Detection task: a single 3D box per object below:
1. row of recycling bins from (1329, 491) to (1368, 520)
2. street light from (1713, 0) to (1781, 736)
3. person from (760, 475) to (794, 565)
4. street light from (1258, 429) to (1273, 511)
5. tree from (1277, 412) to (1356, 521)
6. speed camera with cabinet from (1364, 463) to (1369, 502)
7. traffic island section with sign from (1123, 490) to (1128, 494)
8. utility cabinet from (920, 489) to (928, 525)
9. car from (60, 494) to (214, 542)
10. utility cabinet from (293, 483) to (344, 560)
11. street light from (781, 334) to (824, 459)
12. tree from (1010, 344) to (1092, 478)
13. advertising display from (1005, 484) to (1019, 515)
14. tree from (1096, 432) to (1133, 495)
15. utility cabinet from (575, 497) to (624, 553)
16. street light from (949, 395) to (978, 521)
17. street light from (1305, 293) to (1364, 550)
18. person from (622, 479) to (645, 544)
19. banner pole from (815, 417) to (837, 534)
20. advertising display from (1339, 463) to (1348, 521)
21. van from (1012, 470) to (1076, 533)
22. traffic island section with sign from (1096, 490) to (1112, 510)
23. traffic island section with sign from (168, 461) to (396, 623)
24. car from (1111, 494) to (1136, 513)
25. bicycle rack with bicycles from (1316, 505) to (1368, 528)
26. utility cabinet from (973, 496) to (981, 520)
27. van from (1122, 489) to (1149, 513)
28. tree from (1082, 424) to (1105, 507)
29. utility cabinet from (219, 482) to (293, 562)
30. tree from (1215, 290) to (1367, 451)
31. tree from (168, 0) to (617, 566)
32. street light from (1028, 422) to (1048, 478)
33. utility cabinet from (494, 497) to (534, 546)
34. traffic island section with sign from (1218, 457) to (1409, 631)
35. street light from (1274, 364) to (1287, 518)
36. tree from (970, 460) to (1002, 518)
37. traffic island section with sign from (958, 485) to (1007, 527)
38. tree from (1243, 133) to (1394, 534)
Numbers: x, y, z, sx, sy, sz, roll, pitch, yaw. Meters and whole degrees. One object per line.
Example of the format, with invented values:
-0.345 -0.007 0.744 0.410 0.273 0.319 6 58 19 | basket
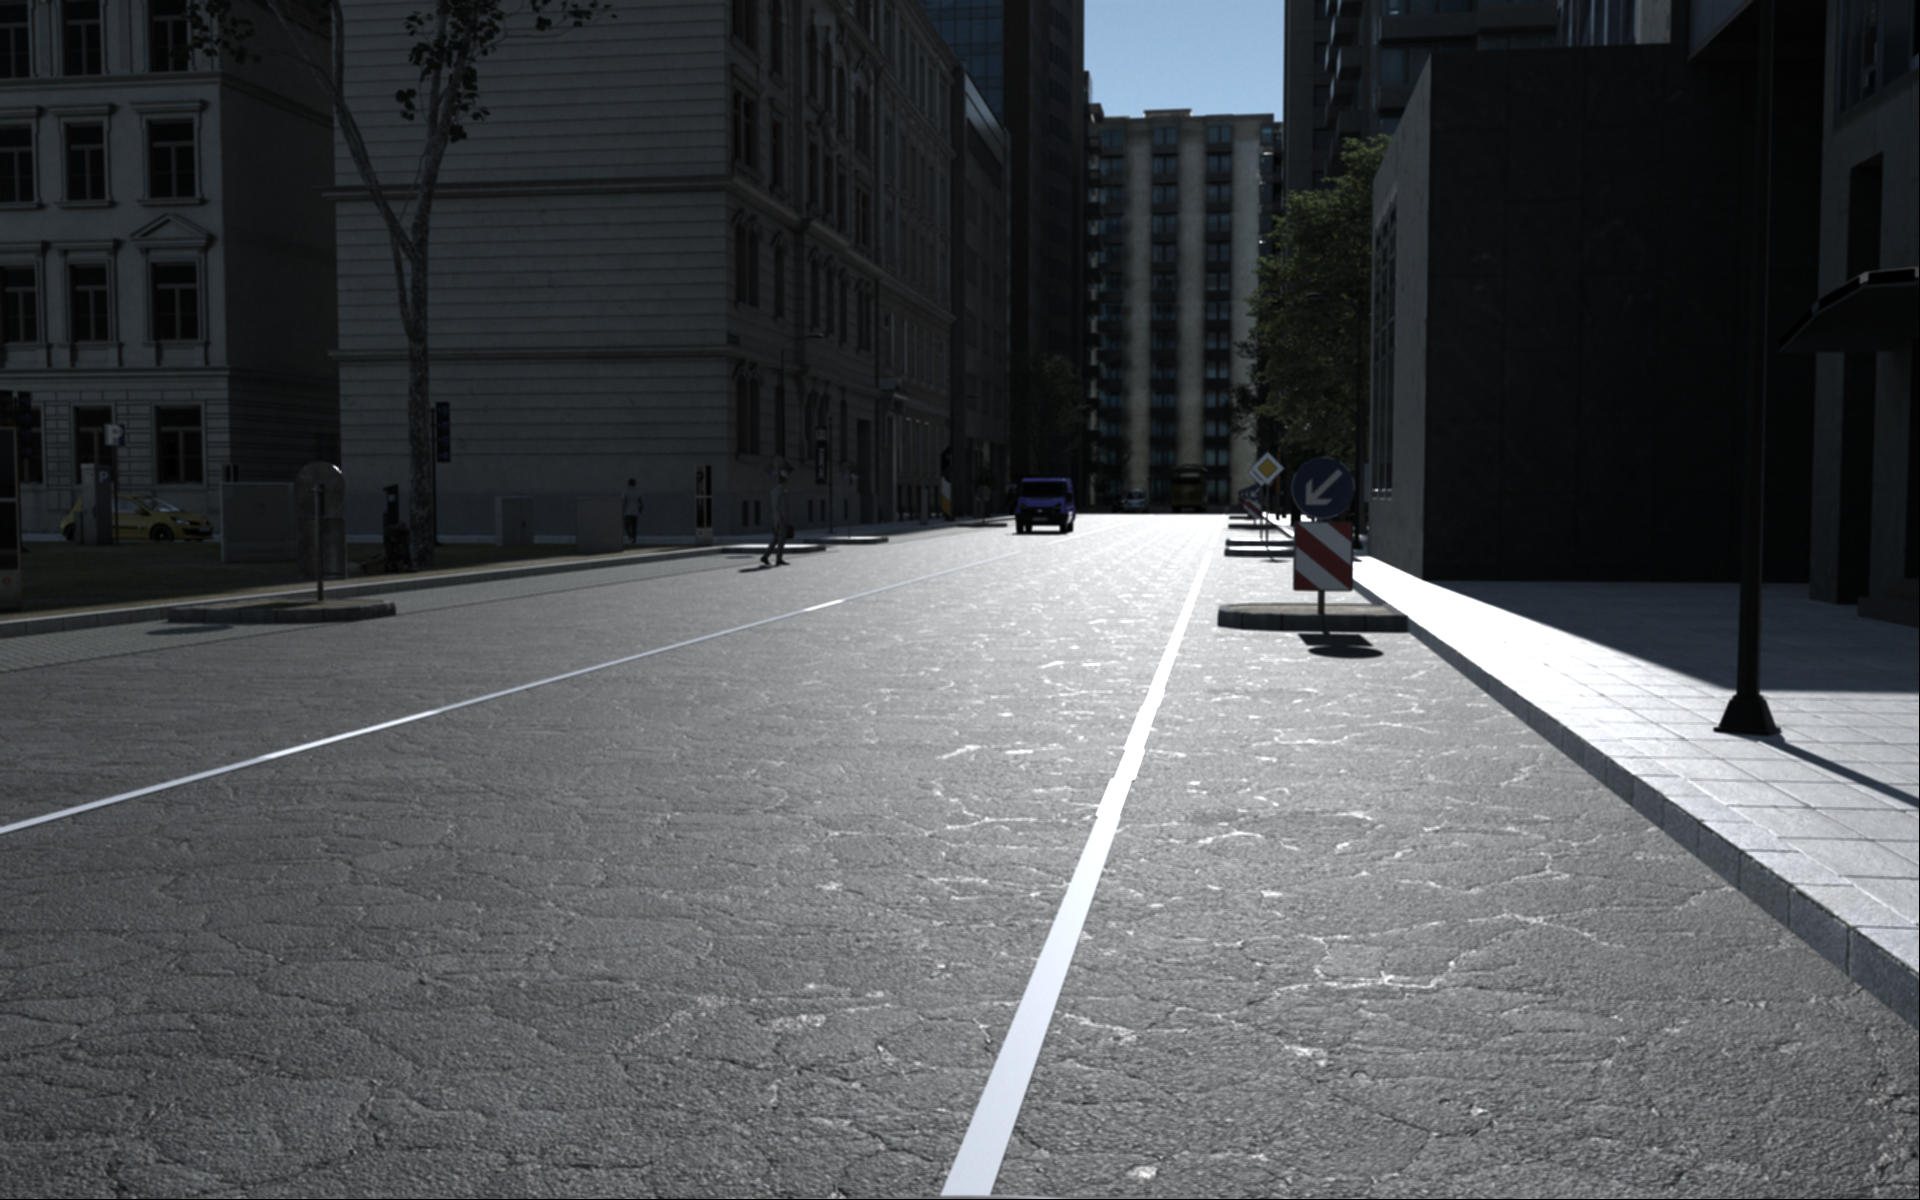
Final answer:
18.945 -4.782 85.301 1.069 1.692 3.534 -2 4 -29 | row of recycling bins
3.726 -2.247 9.284 1.470 5.913 1.316 1 4 9 | street light
-3.615 -1.614 35.005 0.853 1.813 0.709 -3 4 -39 | person
16.701 -7.308 92.031 1.470 5.913 1.316 1 4 9 | street light
13.561 -4.972 65.005 4.285 4.588 4.351 0 3 0 | tree
12.491 -3.337 48.889 2.038 3.252 0.660 2 4 24 | speed camera with cabinet
17.243 -10.417 178.948 1.989 1.847 2.006 1 4 9 | traffic island section with sign
-1.519 -3.880 72.113 0.318 1.500 1.173 0 4 -4 | utility cabinet
-22.968 -2.337 48.440 3.980 1.641 2.015 0 4 8 | car
-12.441 -1.505 33.279 1.173 1.500 0.318 1 4 15 | utility cabinet
-4.643 -4.772 50.557 1.470 5.913 1.316 1 4 9 | street light
5.591 -11.918 120.615 9.928 11.665 9.643 0 3 0 | tree
3.158 -6.167 106.050 0.974 1.923 0.123 3 4 38 | advertising display
18.194 -15.388 201.948 4.360 8.622 3.978 0 3 0 | tree
-7.940 -1.650 38.143 1.020 1.237 0.306 -1 4 -12 | utility cabinet
0.167 -6.658 81.398 1.470 5.913 1.316 1 4 9 | street light
8.675 -4.135 40.146 1.470 5.913 1.316 1 4 9 | street light
-8.640 -2.287 45.745 0.661 1.843 0.795 -2 4 -27 | person
-4.362 -4.041 56.092 0.863 3.779 0.401 -3 5 -43 | banner pole
8.067 -1.911 36.466 0.123 1.923 0.974 1 4 15 | advertising display
3.236 -3.729 65.353 2.240 2.365 5.245 0 4 8 | van
12.943 -8.740 151.529 1.989 1.847 2.006 1 4 9 | traffic island section with sign
-7.701 -0.700 20.072 1.989 1.847 2.006 1 4 9 | traffic island section with sign
12.798 -7.658 134.994 2.009 1.686 4.222 1 4 8 | car
13.395 -2.773 58.727 2.925 0.926 2.852 0 4 4 | bicycle rack with bicycles
0.858 -4.630 86.863 0.306 1.237 1.020 0 4 -5 | utility cabinet
13.161 -7.491 129.481 2.013 2.044 4.112 1 4 10 | van
12.470 -13.514 171.312 4.737 8.622 4.395 0 3 0 | tree
-13.271 -1.464 32.613 1.173 1.500 0.318 -2 4 -31 | utility cabinet
15.269 -8.893 79.819 7.601 10.594 8.767 -1 4 -17 | tree
-10.868 -10.709 30.987 12.611 20.169 13.585 0 3 0 | tree
4.994 -8.531 112.020 1.470 5.913 1.316 1 4 9 | street light
-11.053 -1.946 42.987 0.306 1.237 1.020 2 4 33 | utility cabinet
3.875 -0.647 19.211 1.989 1.847 2.006 1 4 9 | traffic island section with sign
11.992 -5.432 61.347 1.470 5.913 1.316 1 4 9 | street light
1.261 -6.055 93.608 1.663 3.219 1.824 0 3 0 | tree
1.022 -4.098 75.636 1.989 1.847 2.006 1 4 9 | traffic island section with sign
12.693 -8.367 54.925 7.486 12.596 7.792 0 3 0 | tree
